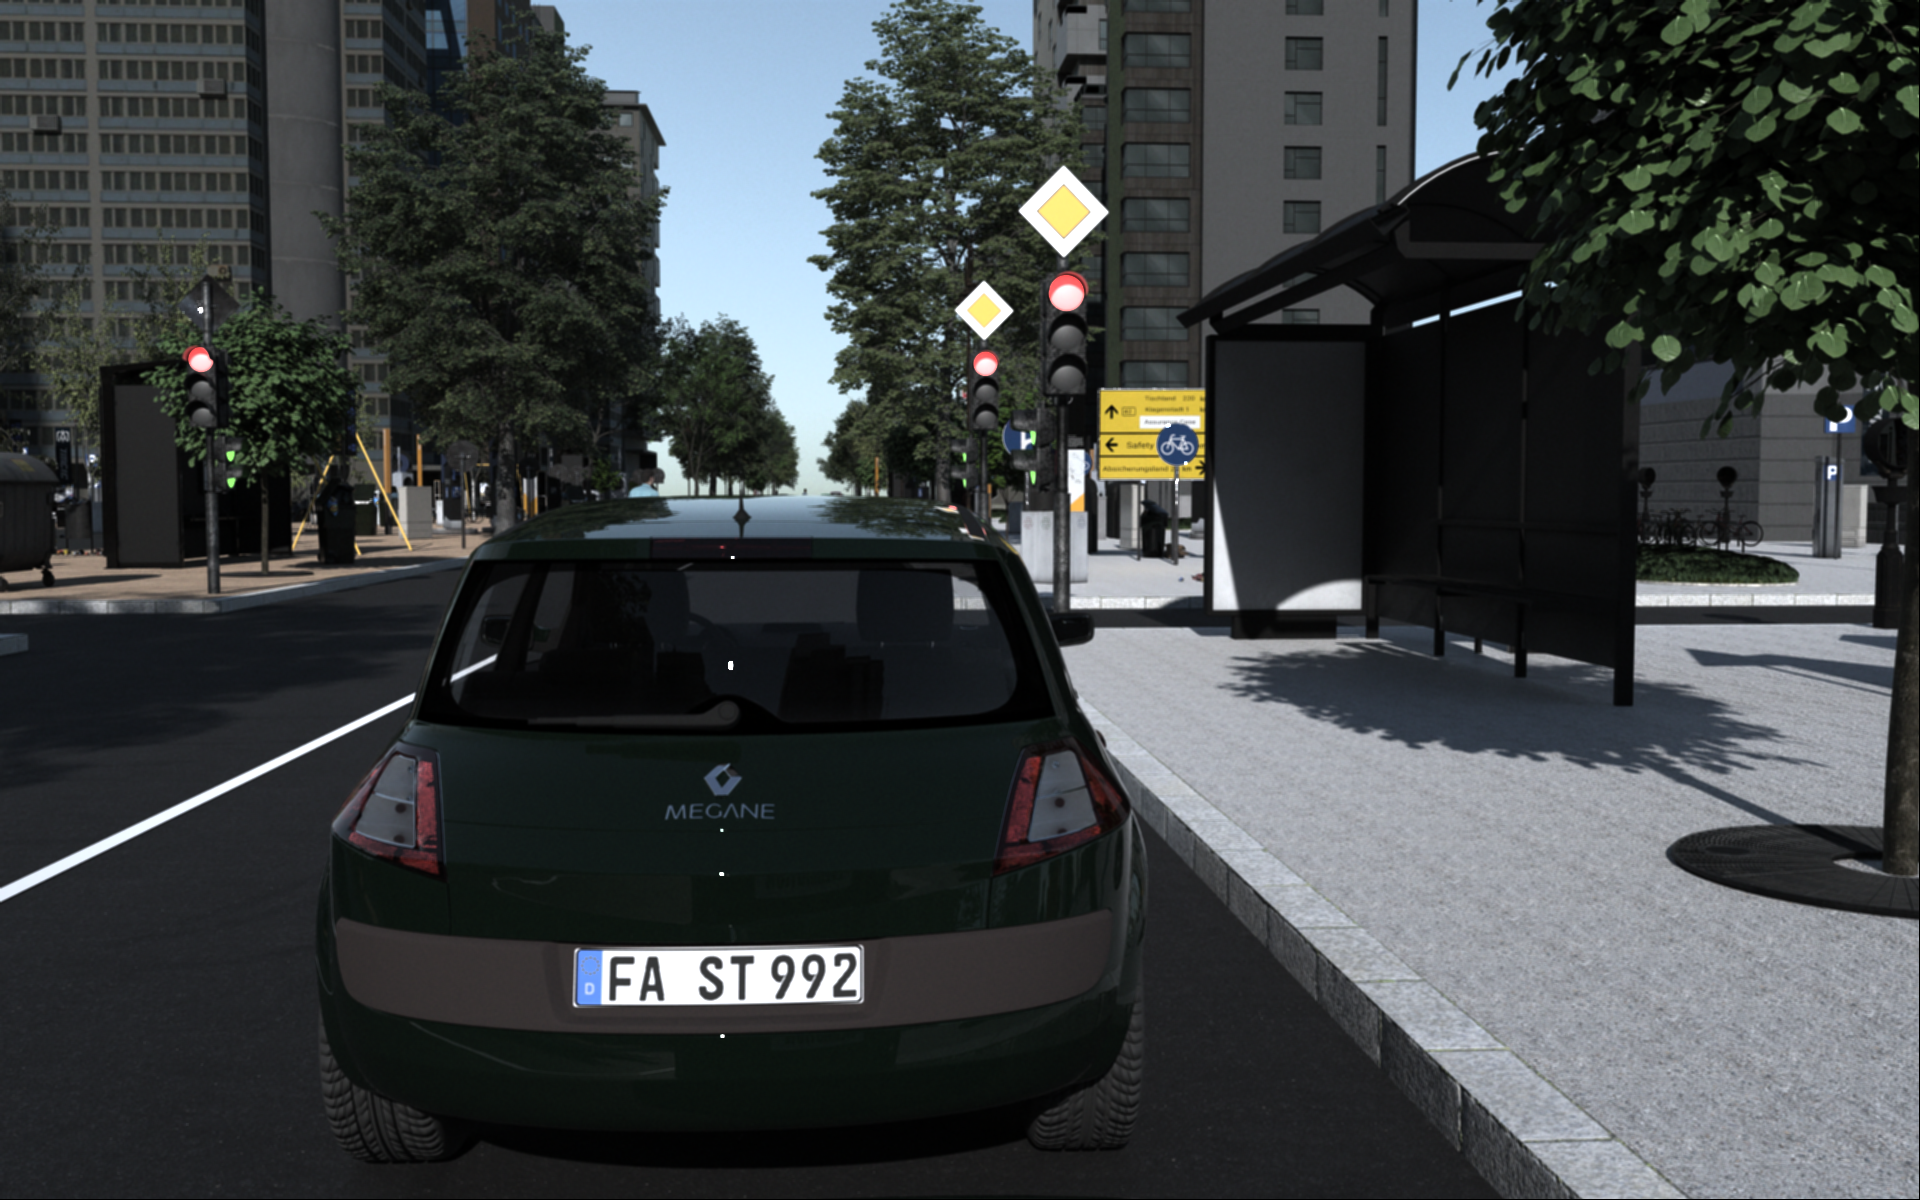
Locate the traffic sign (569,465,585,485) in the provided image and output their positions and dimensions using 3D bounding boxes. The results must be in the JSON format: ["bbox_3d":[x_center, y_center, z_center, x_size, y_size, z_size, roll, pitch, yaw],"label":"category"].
[{"bbox_3d":[-16.864,-4.665,76.381,0.768,2.556,0.104,0,4,1],"label":"traffic sign"}]

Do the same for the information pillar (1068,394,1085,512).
[{"bbox_3d":[2.064,-2.500,32.230,0.504,3.616,0.183,0,4,-3],"label":"information pillar"}]

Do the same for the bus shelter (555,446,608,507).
[{"bbox_3d":[-18.575,-5.748,85.267,1.731,3.624,6.357,0,4,-4],"label":"bus shelter"}]

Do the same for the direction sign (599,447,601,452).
[{"bbox_3d":[-17.295,-5.581,83.242,0.379,3.537,0.876,0,4,-7],"label":"direction sign"}]

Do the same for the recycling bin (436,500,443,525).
[{"bbox_3d":[-21.057,-3.591,71.262,0.722,1.027,0.722,1,4,11],"label":"recycling bin"}]

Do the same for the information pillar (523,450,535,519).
[{"bbox_3d":[-19.696,-5.350,78.834,0.183,3.616,0.504,1,4,15],"label":"information pillar"}]

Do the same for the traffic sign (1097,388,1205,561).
[{"bbox_3d":[3.767,-2.406,33.216,2.265,3.308,0.079,0,4,3],"label":"traffic sign"}]

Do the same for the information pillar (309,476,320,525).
[{"bbox_3d":[-26.857,-4.137,72.136,0.304,2.012,0.304,3,5,41],"label":"information pillar"}]

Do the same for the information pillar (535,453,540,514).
[{"bbox_3d":[-19.603,-5.408,79.767,0.504,3.616,0.183,-3,5,-40],"label":"information pillar"}]

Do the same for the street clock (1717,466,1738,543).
[{"bbox_3d":[20.043,-2.490,45.288,0.471,2.002,0.358,2,4,34],"label":"street clock"}]

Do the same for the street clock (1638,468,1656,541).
[{"bbox_3d":[18.740,-2.615,47.320,0.471,2.002,0.358,-2,4,-29],"label":"street clock"}]

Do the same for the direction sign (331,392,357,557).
[{"bbox_3d":[-12.499,-2.640,35.163,0.379,3.537,0.876,1,4,12],"label":"direction sign"}]

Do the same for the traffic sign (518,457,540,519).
[{"bbox_3d":[-14.743,-3.617,59.237,0.768,2.556,0.104,0,4,-1],"label":"traffic sign"}]

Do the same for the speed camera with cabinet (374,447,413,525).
[{"bbox_3d":[-23.569,-4.736,71.776,0.660,3.252,2.038,2,4,25],"label":"speed camera with cabinet"}]

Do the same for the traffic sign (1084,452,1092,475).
[{"bbox_3d":[3.449,-3.069,50.286,0.768,2.556,0.104,0,4,2],"label":"traffic sign"}]

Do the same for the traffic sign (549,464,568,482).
[{"bbox_3d":[-16.861,-4.444,72.765,0.768,2.556,0.104,0,4,-1],"label":"traffic sign"}]

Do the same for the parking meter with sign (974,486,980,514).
[{"bbox_3d":[0.627,-5.574,87.403,0.543,3.016,1.738,0,4,-1],"label":"parking meter with sign"}]

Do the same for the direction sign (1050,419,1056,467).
[{"bbox_3d":[2.418,-3.528,49.684,0.876,3.537,0.379,-3,5,-41],"label":"direction sign"}]

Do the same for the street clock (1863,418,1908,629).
[{"bbox_3d":[8.859,-0.728,16.477,0.471,2.002,0.358,0,4,-6],"label":"street clock"}]

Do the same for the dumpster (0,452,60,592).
[{"bbox_3d":[-13.069,-1.065,23.180,1.264,1.857,1.865,0,4,-4],"label":"dumpster"}]

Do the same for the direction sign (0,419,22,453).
[{"bbox_3d":[-28.727,-3.685,52.241,0.379,3.537,0.876,3,5,42],"label":"direction sign"}]

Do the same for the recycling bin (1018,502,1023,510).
[{"bbox_3d":[2.028,-1.909,43.774,0.722,1.027,0.722,3,5,40],"label":"recycling bin"}]

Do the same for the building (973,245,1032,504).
[{"bbox_3d":[14.550,-33.897,246.101,32.217,40.220,23.993,0,4,-4],"label":"building"}]

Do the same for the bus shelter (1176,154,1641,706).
[{"bbox_3d":[3.129,-1.153,12.783,2.014,3.302,5.546,0,4,-4],"label":"bus shelter"}]

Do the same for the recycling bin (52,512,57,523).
[{"bbox_3d":[-40.495,-3.941,76.982,0.722,1.027,0.722,-3,5,-40],"label":"recycling bin"}]

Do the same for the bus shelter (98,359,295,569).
[{"bbox_3d":[-14.102,-2.534,32.707,1.731,3.624,6.357,0,4,-4],"label":"bus shelter"}]

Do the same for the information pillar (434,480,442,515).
[{"bbox_3d":[-28.085,-5.430,93.266,0.304,2.012,0.304,1,4,11],"label":"information pillar"}]

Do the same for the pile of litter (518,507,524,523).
[{"bbox_3d":[-15.892,-3.021,63.352,1.176,0.858,1.719,1,4,9],"label":"pile of litter"}]

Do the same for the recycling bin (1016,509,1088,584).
[{"bbox_3d":[1.366,-0.767,25.101,0.722,1.027,0.722,3,5,45],"label":"recycling bin"}]

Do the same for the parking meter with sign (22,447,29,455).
[{"bbox_3d":[-34.793,-4.124,63.696,0.543,3.016,1.738,-1,4,-10],"label":"parking meter with sign"}]

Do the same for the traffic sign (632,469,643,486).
[{"bbox_3d":[-16.271,-5.372,87.942,0.768,2.556,0.104,0,4,1],"label":"traffic sign"}]

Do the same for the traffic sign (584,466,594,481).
[{"bbox_3d":[-16.490,-4.717,77.235,0.768,2.556,0.104,0,4,-1],"label":"traffic sign"}]

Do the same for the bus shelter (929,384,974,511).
[{"bbox_3d":[-0.155,-5.088,60.816,2.179,5.291,8.768,0,4,-4],"label":"bus shelter"}]

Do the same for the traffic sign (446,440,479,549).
[{"bbox_3d":[-11.665,-2.479,40.636,0.768,2.556,0.104,0,4,-1],"label":"traffic sign"}]

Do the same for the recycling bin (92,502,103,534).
[{"bbox_3d":[-27.771,-2.685,56.457,0.722,1.027,0.722,1,4,21],"label":"recycling bin"}]

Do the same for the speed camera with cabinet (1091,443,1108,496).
[{"bbox_3d":[5.256,-4.429,66.754,0.660,3.252,2.038,1,4,15],"label":"speed camera with cabinet"}]

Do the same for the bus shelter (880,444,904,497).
[{"bbox_3d":[-2.744,-5.427,80.018,1.731,3.624,6.357,0,4,-4],"label":"bus shelter"}]

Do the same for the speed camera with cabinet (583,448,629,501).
[{"bbox_3d":[-15.145,-4.843,73.511,2.038,3.252,0.660,0,4,2],"label":"speed camera with cabinet"}]

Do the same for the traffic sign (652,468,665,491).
[{"bbox_3d":[-14.749,-5.151,84.331,0.768,2.556,0.104,0,4,3],"label":"traffic sign"}]

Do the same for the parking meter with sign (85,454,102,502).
[{"bbox_3d":[-37.931,-4.907,76.487,0.543,3.016,1.738,0,4,-4],"label":"parking meter with sign"}]

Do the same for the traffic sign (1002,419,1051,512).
[{"bbox_3d":[1.040,-1.635,26.835,0.768,2.556,0.104,0,4,1],"label":"traffic sign"}]

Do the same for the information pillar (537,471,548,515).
[{"bbox_3d":[-13.221,-3.079,54.827,0.304,2.012,0.304,-1,4,-8],"label":"information pillar"}]

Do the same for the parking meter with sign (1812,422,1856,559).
[{"bbox_3d":[17.478,-2.356,34.781,0.543,3.016,1.738,1,4,17],"label":"parking meter with sign"}]

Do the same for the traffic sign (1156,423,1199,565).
[{"bbox_3d":[3.905,-1.903,31.227,0.768,2.556,0.104,0,4,-2],"label":"traffic sign"}]

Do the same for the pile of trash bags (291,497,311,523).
[{"bbox_3d":[-31.160,-4.245,79.153,3.447,1.369,1.912,1,4,22],"label":"pile of trash bags"}]

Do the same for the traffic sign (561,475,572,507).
[{"bbox_3d":[-18.636,-4.962,81.134,0.884,2.594,0.081,0,4,4],"label":"traffic sign"}]

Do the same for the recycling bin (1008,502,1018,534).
[{"bbox_3d":[2.022,-2.666,56.140,0.722,1.027,0.722,2,4,24],"label":"recycling bin"}]
